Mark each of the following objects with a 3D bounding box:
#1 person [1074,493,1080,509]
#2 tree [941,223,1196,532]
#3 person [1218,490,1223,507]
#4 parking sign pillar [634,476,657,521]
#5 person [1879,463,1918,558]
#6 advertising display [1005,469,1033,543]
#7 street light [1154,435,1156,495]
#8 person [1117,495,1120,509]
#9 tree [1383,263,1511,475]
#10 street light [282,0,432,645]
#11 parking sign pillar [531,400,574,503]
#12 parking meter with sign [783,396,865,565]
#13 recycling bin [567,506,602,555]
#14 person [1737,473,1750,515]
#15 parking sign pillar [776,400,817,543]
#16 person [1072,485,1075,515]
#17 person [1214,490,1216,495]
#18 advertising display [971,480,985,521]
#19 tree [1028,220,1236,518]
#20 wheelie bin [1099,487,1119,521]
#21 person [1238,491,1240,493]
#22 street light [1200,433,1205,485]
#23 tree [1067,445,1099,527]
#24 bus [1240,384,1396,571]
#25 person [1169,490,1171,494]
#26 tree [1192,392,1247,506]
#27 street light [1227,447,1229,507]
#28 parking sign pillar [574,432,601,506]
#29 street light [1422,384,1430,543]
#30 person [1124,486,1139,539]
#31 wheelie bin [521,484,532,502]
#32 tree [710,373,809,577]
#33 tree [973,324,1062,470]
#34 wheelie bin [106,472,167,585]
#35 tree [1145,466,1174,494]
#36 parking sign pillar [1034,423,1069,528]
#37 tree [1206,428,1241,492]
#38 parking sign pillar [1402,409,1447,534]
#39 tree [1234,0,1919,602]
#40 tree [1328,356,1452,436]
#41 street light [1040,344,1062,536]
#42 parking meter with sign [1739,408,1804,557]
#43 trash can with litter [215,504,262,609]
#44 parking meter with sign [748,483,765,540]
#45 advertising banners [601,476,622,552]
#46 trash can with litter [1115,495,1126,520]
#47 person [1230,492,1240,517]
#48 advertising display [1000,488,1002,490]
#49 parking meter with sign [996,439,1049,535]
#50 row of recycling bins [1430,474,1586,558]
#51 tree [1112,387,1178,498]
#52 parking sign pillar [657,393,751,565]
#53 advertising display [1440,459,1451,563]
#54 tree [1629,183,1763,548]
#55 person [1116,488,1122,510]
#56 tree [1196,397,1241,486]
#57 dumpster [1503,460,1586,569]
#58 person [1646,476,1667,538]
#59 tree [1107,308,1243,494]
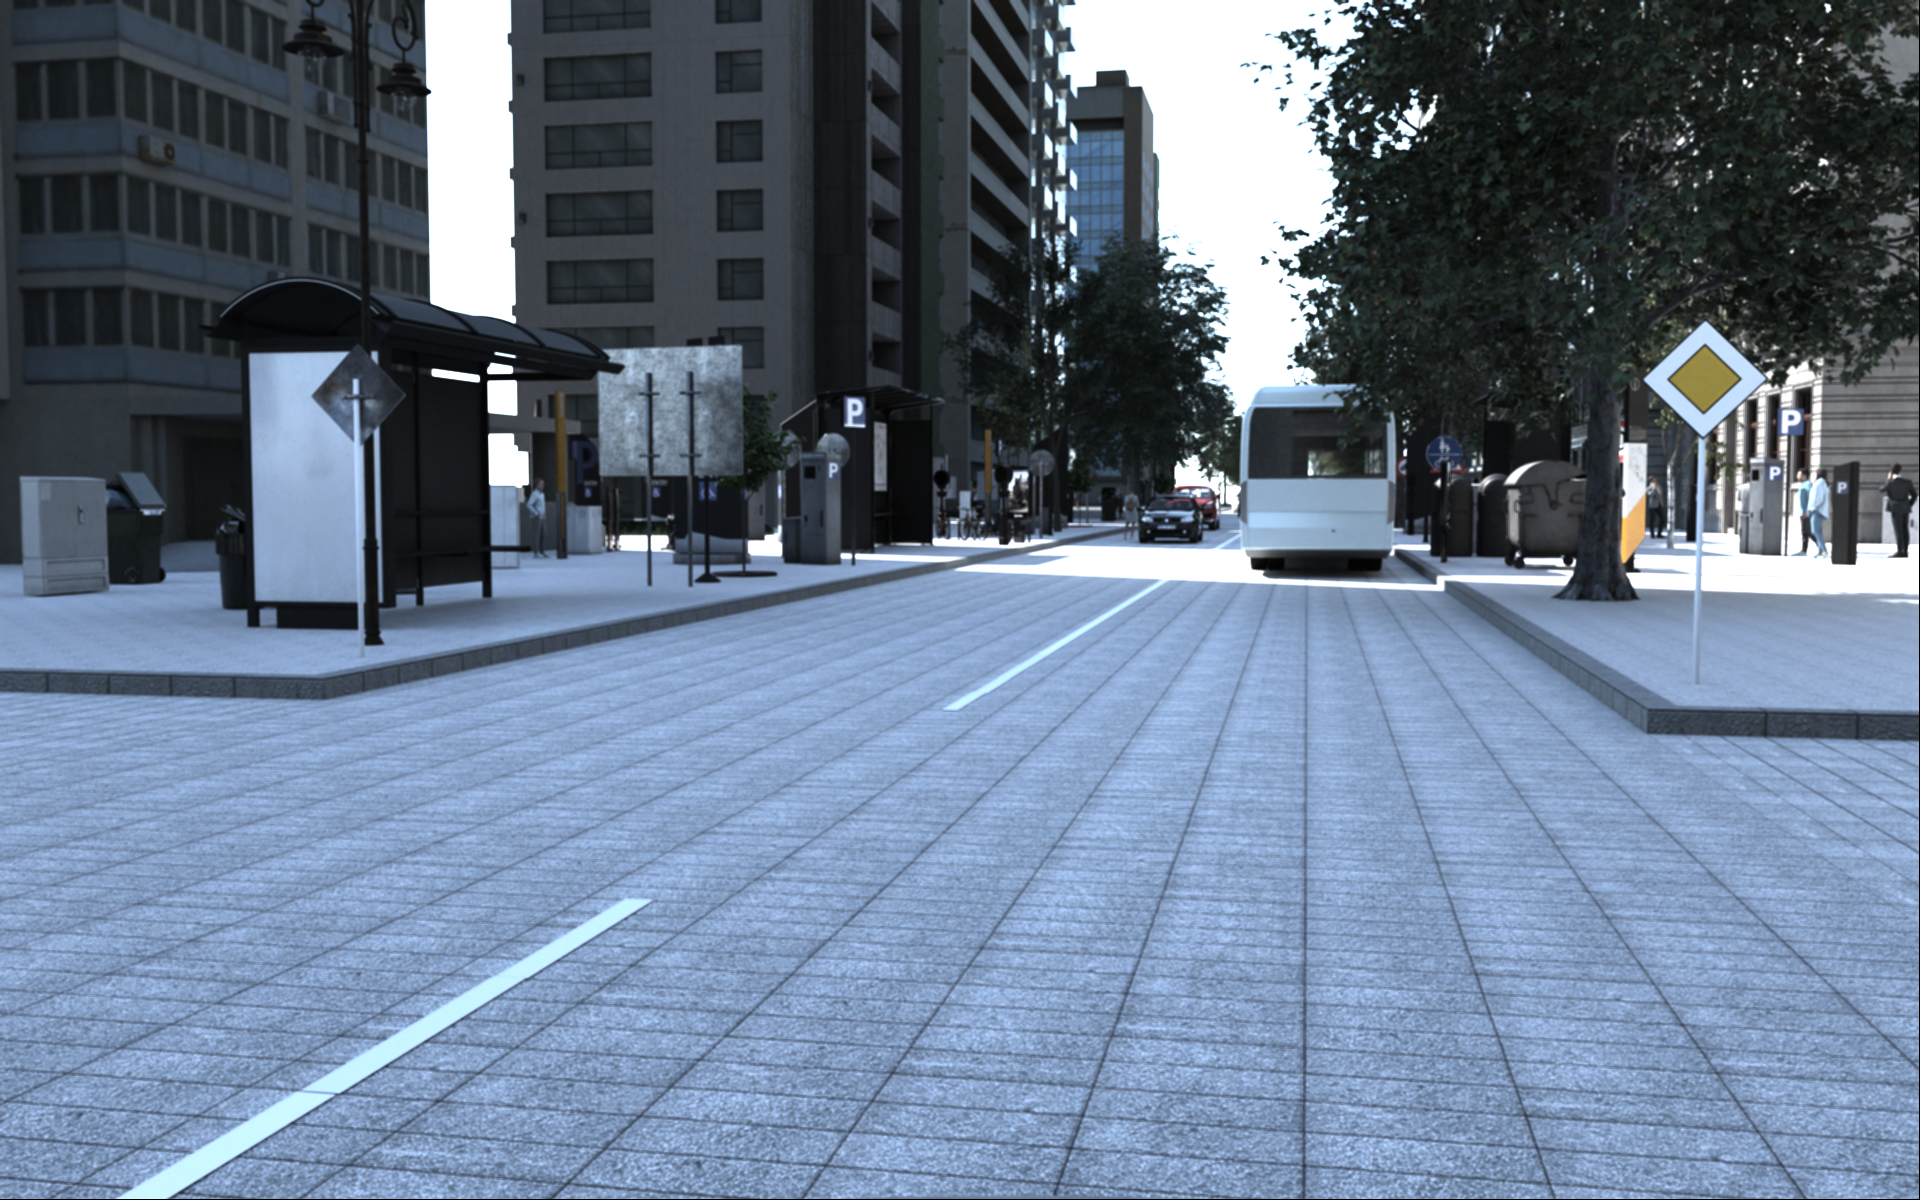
[{"bbox_3d":[9.965,-8.447,147.383,0.421,1.427,0.697,2,4,24],"label":"person"},{"bbox_3d":[3.396,-7.626,59.098,8.767,10.594,7.601,0,4,6],"label":"tree"},{"bbox_3d":[26.726,-10.516,178.661,0.721,1.739,1.217,-2,4,-31],"label":"person"},{"bbox_3d":[-10.551,-4.335,59.342,1.447,3.967,1.447,3,5,39],"label":"parking sign pillar"},{"bbox_3d":[18.825,-1.798,34.795,0.648,1.900,0.474,-1,4,-15],"label":"person"},{"bbox_3d":[1.557,-2.456,45.371,0.123,1.923,0.974,-2,4,-35],"label":"advertising display"},{"bbox_3d":[10.057,-7.133,89.419,0.468,5.910,1.993,1,4,11],"label":"street light"},{"bbox_3d":[14.022,-8.816,153.449,0.557,1.426,1.065,-1,4,-13],"label":"person"},{"bbox_3d":[14.055,-6.021,48.811,4.360,8.622,3.978,0,3,0],"label":"tree"},{"bbox_3d":[-5.002,-2.556,14.578,0.468,5.910,1.993,1,4,11],"label":"street light"},{"bbox_3d":[-12.107,-3.770,50.111,1.447,3.967,1.447,-1,4,-21],"label":"parking sign pillar"},{"bbox_3d":[-2.534,-2.162,31.610,1.738,3.016,0.543,3,5,41],"label":"parking meter with sign"},{"bbox_3d":[-8.105,-1.496,37.007,0.722,1.027,0.722,1,4,9],"label":"recycling bin"},{"bbox_3d":[19.722,-2.260,43.190,0.583,1.804,0.606,-3,4,-37],"label":"person"},{"bbox_3d":[-4.121,-3.495,45.610,1.447,3.967,1.447,-1,4,-21],"label":"parking sign pillar"},{"bbox_3d":[6.981,-6.240,107.999,0.705,1.831,1.348,0,4,7],"label":"person"},{"bbox_3d":[30.355,-12.229,206.002,0.705,1.822,1.348,0,4,-2],"label":"person"},{"bbox_3d":[0.886,-4.643,81.129,0.974,1.923,0.123,-3,5,-43],"label":"advertising display"},{"bbox_3d":[8.118,-10.668,81.081,9.857,13.997,8.962,0,3,0],"label":"tree"},{"bbox_3d":[7.070,-4.528,81.948,0.980,1.594,0.693,0,4,-8],"label":"wheelie bin"},{"bbox_3d":[34.598,-12.745,215.226,0.445,1.727,0.742,-1,4,-10],"label":"person"},{"bbox_3d":[17.828,-9.504,128.185,0.468,5.910,1.993,1,4,11],"label":"street light"},{"bbox_3d":[4.826,-4.506,68.266,1.663,3.219,1.824,0,3,0],"label":"tree"},{"bbox_3d":[7.335,-2.496,35.677,2.948,3.499,13.247,1,4,11],"label":"bus"},{"bbox_3d":[24.647,-12.032,202.628,0.709,1.838,0.599,2,4,32],"label":"person"},{"bbox_3d":[28.958,-16.661,190.541,7.486,12.596,7.792,0,3,0],"label":"tree"},{"bbox_3d":[26.405,-12.087,170.403,0.468,5.910,1.993,1,4,11],"label":"street light"},{"bbox_3d":[-13.792,-4.587,63.477,1.447,3.967,1.447,2,4,32],"label":"parking sign pillar"},{"bbox_3d":[12.316,-4.455,45.619,0.468,5.910,1.993,1,4,11],"label":"street light"},{"bbox_3d":[5.427,-2.777,54.912,0.512,1.701,0.522,1,4,14],"label":"person"},{"bbox_3d":[-14.075,-2.952,56.167,0.693,1.594,0.980,1,4,11],"label":"wheelie bin"},{"bbox_3d":[-3.492,-1.997,27.258,1.663,3.219,1.824,0,3,0],"label":"tree"},{"bbox_3d":[2.309,-7.537,73.588,4.737,8.622,4.395,0,3,0],"label":"tree"},{"bbox_3d":[-11.865,-1.032,24.788,0.693,1.594,0.980,1,4,9],"label":"wheelie bin"},{"bbox_3d":[12.188,-6.712,104.336,1.663,3.219,1.824,0,3,0],"label":"tree"},{"bbox_3d":[3.385,-4.709,65.460,1.447,3.967,1.447,-1,4,-15],"label":"parking sign pillar"},{"bbox_3d":[27.205,-14.014,179.484,4.737,8.622,4.395,0,3,0],"label":"tree"},{"bbox_3d":[14.990,-4.108,55.638,1.447,3.967,1.447,-3,4,-39],"label":"parking sign pillar"},{"bbox_3d":[7.920,-6.355,20.909,9.611,12.733,9.660,0,3,0],"label":"tree"},{"bbox_3d":[19.367,-8.877,79.543,7.601,10.594,8.767,1,4,18],"label":"tree"},{"bbox_3d":[2.795,-4.927,53.338,0.468,5.910,1.993,1,4,11],"label":"street light"},{"bbox_3d":[16.847,-2.439,36.134,0.543,3.016,1.738,0,4,-2],"label":"parking meter with sign"},{"bbox_3d":[-7.811,-0.496,19.497,1.055,1.170,0.624,-1,4,-17],"label":"trash can with litter"},{"bbox_3d":[-5.785,-3.173,48.142,1.738,3.016,0.543,-1,4,-9],"label":"parking meter with sign"},{"bbox_3d":[-7.793,-2.591,38.558,0.090,3.025,2.074,0,4,0],"label":"advertising banners"},{"bbox_3d":[8.059,-4.571,85.790,1.678,1.210,2.233,0,4,5],"label":"trash can with litter"},{"bbox_3d":[17.430,-6.047,107.357,1.348,1.826,0.705,1,4,17],"label":"person"},{"bbox_3d":[2.347,-5.096,88.540,0.974,1.923,0.123,-3,4,-37],"label":"advertising display"},{"bbox_3d":[2.042,-3.592,54.994,1.738,3.016,0.543,1,4,14],"label":"parking meter with sign"},{"bbox_3d":[11.480,-1.734,35.471,3.534,1.692,1.069,0,4,6],"label":"row of recycling bins"},{"bbox_3d":[10.870,-9.082,98.857,4.360,8.622,3.978,0,3,0],"label":"tree"},{"bbox_3d":[-4.596,-2.661,31.985,1.447,3.967,1.447,1,4,12],"label":"parking sign pillar"},{"bbox_3d":[9.158,-1.680,32.681,0.123,1.923,0.974,1,4,20],"label":"advertising display"},{"bbox_3d":[16.839,-5.523,40.656,4.737,8.622,4.395,0,3,0],"label":"tree"},{"bbox_3d":[12.212,-7.848,135.091,0.721,1.736,1.217,-3,5,-39],"label":"person"},{"bbox_3d":[21.534,-13.228,150.693,7.601,10.594,8.767,-2,4,-25],"label":"tree"},{"bbox_3d":[10.212,-1.493,30.174,1.264,1.857,1.865,1,4,11],"label":"dumpster"},{"bbox_3d":[20.170,-2.686,50.144,0.592,1.802,0.473,0,4,-2],"label":"person"},{"bbox_3d":[13.751,-12.330,111.961,12.009,13.543,11.850,0,3,0],"label":"tree"}]
